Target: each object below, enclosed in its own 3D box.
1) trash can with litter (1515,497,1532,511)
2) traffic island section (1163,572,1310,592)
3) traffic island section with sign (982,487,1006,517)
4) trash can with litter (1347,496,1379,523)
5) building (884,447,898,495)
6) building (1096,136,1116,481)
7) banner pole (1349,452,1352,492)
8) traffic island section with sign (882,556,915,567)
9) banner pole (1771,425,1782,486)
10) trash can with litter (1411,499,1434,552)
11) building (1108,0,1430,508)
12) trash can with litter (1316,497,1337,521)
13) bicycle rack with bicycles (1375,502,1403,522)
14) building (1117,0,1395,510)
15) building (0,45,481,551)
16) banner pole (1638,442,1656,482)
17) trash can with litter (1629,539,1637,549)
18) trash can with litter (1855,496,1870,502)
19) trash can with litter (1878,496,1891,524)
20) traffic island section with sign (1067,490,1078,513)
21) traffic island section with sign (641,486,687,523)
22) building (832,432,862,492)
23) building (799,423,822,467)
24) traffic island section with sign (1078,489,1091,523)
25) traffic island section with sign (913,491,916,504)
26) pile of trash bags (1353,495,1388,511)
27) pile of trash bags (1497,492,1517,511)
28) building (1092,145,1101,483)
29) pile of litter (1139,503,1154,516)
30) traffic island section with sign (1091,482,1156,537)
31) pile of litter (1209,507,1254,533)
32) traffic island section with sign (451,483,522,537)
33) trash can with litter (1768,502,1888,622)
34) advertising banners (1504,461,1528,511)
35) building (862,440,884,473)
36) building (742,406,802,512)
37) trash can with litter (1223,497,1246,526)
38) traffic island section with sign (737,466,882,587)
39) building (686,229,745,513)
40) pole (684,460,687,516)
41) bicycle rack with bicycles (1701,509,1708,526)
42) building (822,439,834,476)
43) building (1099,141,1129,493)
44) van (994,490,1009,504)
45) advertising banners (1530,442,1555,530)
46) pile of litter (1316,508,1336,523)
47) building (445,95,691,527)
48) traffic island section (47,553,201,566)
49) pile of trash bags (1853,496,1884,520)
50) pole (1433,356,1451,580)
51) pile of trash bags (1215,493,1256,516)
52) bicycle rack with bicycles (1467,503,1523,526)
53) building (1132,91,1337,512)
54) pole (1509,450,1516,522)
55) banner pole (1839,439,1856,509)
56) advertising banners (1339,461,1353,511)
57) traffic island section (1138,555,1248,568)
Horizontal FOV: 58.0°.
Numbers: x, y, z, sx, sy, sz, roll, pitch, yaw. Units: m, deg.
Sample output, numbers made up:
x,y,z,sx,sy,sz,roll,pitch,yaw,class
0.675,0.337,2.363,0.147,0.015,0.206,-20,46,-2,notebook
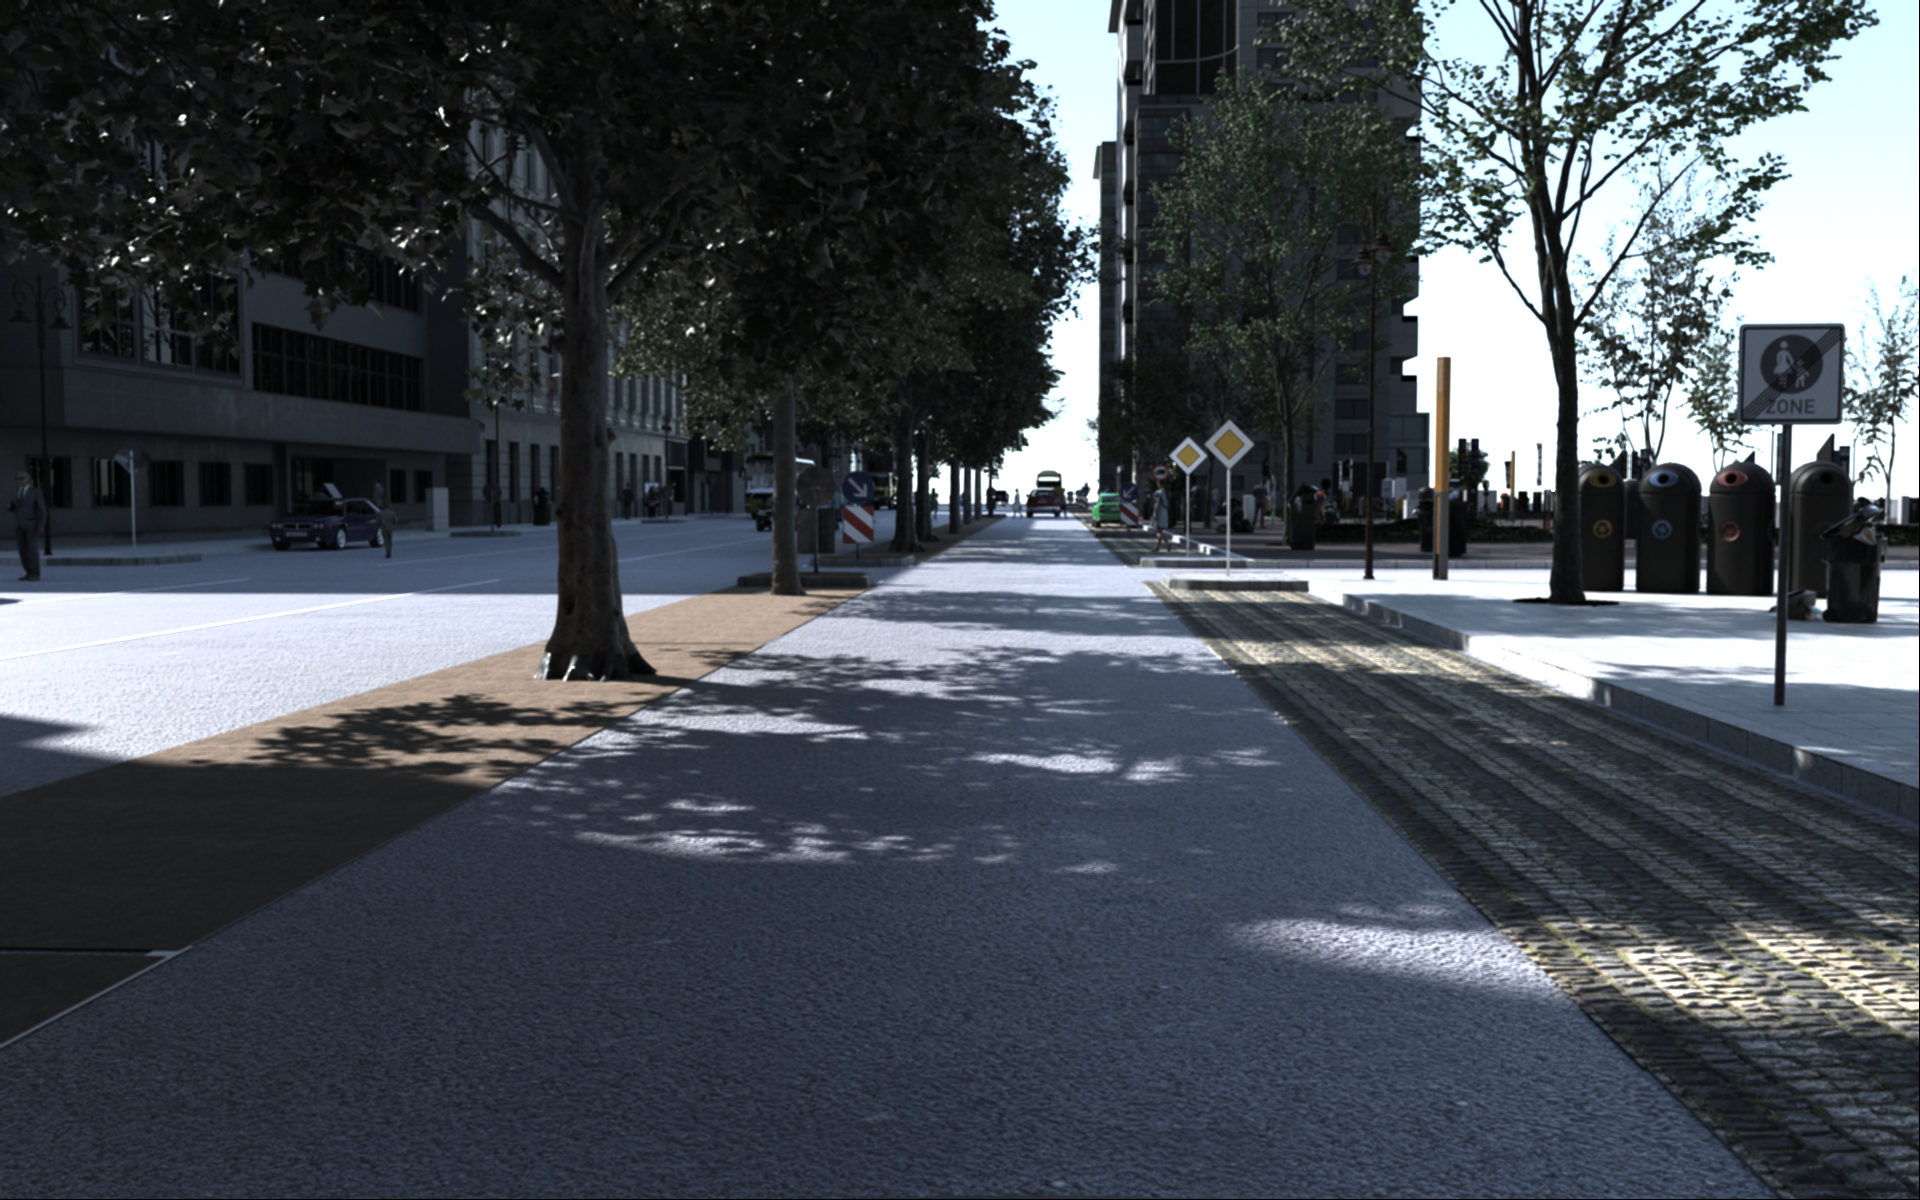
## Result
x,y,z,sx,sy,sz,roll,pitch,yaw,class
34.990,-5.856,107.139,0.624,1.170,1.055,3,4,37,trash can with litter
4.205,-0.282,26.888,2.009,0.180,2.903,0,4,3,traffic island section
1.940,-6.224,109.903,2.006,1.907,1.989,0,4,3,traffic island section with sign
18.052,-4.087,77.884,1.678,1.210,2.233,0,4,-8,trash can with litter
-15.910,-35.365,261.818,14.154,41.232,14.086,0,4,3,building
29.845,-37.023,224.937,23.786,49.044,30.456,0,4,3,building
23.058,-6.865,102.254,0.401,3.779,0.863,0,4,0,banner pole
-1.975,-1.635,34.866,2.006,1.907,1.989,0,4,3,traffic island section with sign
29.332,-4.413,62.168,0.863,3.779,0.401,-1,4,-14,banner pole
10.532,-1.648,38.329,1.055,1.170,0.624,-3,4,-38,trash can with litter
29.137,-35.467,169.129,28.713,52.752,27.495,0,4,3,building
16.991,-4.228,80.513,1.055,1.170,0.624,2,4,26,trash can with litter
20.802,-4.177,81.674,2.852,0.926,2.925,0,4,-4,bicycle rack with bicycles
23.898,-43.183,144.296,20.563,71.187,20.611,0,4,3,building
-26.256,-14.253,52.104,14.314,24.678,30.058,0,4,3,building
33.304,-5.738,83.832,0.863,3.779,0.401,1,4,21,banner pole
16.318,-1.795,40.399,1.678,1.210,2.233,0,4,-3,trash can with litter
41.903,-4.200,80.063,1.055,1.170,0.624,-1,4,-21,trash can with litter
35.325,-3.417,66.933,2.233,1.210,1.678,-1,4,-16,trash can with litter
9.494,-7.676,134.128,1.989,1.847,2.006,0,4,3,traffic island section with sign
-14.600,-4.715,85.711,1.989,1.847,2.006,0,4,3,traffic island section with sign
-22.791,-54.885,210.045,22.319,86.520,31.000,0,4,3,building
-20.788,-31.291,161.712,14.600,45.320,14.200,0,4,3,building
6.911,-4.651,84.666,1.989,1.847,2.006,0,4,3,traffic island section with sign
-6.273,-14.452,244.916,1.989,1.847,2.006,0,4,3,traffic island section with sign
26.400,-6.032,108.376,3.447,1.369,1.912,0,4,2,pile of trash bags
30.914,-5.472,99.212,1.912,1.369,3.447,0,4,6,pile of trash bags
33.964,-40.650,253.862,28.713,52.752,27.495,0,4,3,building
11.079,-5.428,102.720,1.719,0.858,1.176,0,4,5,pile of litter
5.491,-3.004,57.748,1.989,1.847,2.006,0,4,3,traffic island section with sign
9.010,-2.655,57.376,1.719,0.858,1.176,-1,4,-13,pile of litter
-16.009,-3.068,58.792,1.989,1.847,2.006,0,4,3,traffic island section with sign
8.727,-0.370,17.441,0.624,1.170,1.055,-3,5,-45,trash can with litter
29.446,-5.769,90.509,2.074,3.025,0.090,2,4,34,advertising banners
-24.386,-39.850,240.787,28.713,52.752,27.495,0,4,3,building
-28.706,-18.117,141.247,27.650,21.520,28.899,0,4,3,building
10.667,-3.388,66.780,1.055,1.170,0.624,-3,5,-42,trash can with litter
-2.372,-1.182,27.470,2.006,1.907,1.989,0,4,3,traffic island section with sign
-23.090,-21.253,119.189,14.160,30.474,14.107,0,4,3,building
-16.325,-6.680,103.067,0.158,3.312,0.155,0,3,0,pole
25.211,-2.850,59.983,2.852,0.926,2.925,-2,4,-31,bicycle rack with bicycles
-20.775,-24.776,176.783,14.160,30.474,14.107,0,4,3,building
23.352,-31.776,203.127,14.154,41.232,14.086,0,4,3,building
5.982,-15.254,253.785,2.240,2.365,5.245,0,4,1,van
20.156,-3.865,59.379,0.090,3.025,2.074,3,5,43,advertising banners
11.872,-2.508,54.968,1.719,0.858,1.176,0,4,-4,pile of litter
-25.989,-19.136,89.294,17.030,29.872,44.131,0,4,3,building
-17.190,-0.839,36.004,2.009,0.180,2.903,0,4,3,traffic island section
43.802,-4.654,85.852,3.447,1.369,1.912,1,4,12,pile of trash bags
7.182,-1.955,25.803,0.158,3.312,0.155,0,3,0,pole
16.289,-5.558,100.628,1.912,1.369,3.447,-2,4,-24,pile of trash bags
19.856,-3.209,65.854,2.925,0.926,2.852,-1,4,-19,bicycle rack with bicycles
19.801,-21.816,128.392,14.160,30.474,14.107,0,4,3,building
25.781,-5.319,80.806,0.158,3.312,0.155,0,3,0,pole
40.326,-5.422,78.670,0.863,3.779,0.401,2,4,28,banner pole
20.671,-5.914,92.886,0.090,3.025,2.074,2,4,34,advertising banners
4.622,-0.769,34.862,2.009,0.180,2.903,0,4,3,traffic island section
